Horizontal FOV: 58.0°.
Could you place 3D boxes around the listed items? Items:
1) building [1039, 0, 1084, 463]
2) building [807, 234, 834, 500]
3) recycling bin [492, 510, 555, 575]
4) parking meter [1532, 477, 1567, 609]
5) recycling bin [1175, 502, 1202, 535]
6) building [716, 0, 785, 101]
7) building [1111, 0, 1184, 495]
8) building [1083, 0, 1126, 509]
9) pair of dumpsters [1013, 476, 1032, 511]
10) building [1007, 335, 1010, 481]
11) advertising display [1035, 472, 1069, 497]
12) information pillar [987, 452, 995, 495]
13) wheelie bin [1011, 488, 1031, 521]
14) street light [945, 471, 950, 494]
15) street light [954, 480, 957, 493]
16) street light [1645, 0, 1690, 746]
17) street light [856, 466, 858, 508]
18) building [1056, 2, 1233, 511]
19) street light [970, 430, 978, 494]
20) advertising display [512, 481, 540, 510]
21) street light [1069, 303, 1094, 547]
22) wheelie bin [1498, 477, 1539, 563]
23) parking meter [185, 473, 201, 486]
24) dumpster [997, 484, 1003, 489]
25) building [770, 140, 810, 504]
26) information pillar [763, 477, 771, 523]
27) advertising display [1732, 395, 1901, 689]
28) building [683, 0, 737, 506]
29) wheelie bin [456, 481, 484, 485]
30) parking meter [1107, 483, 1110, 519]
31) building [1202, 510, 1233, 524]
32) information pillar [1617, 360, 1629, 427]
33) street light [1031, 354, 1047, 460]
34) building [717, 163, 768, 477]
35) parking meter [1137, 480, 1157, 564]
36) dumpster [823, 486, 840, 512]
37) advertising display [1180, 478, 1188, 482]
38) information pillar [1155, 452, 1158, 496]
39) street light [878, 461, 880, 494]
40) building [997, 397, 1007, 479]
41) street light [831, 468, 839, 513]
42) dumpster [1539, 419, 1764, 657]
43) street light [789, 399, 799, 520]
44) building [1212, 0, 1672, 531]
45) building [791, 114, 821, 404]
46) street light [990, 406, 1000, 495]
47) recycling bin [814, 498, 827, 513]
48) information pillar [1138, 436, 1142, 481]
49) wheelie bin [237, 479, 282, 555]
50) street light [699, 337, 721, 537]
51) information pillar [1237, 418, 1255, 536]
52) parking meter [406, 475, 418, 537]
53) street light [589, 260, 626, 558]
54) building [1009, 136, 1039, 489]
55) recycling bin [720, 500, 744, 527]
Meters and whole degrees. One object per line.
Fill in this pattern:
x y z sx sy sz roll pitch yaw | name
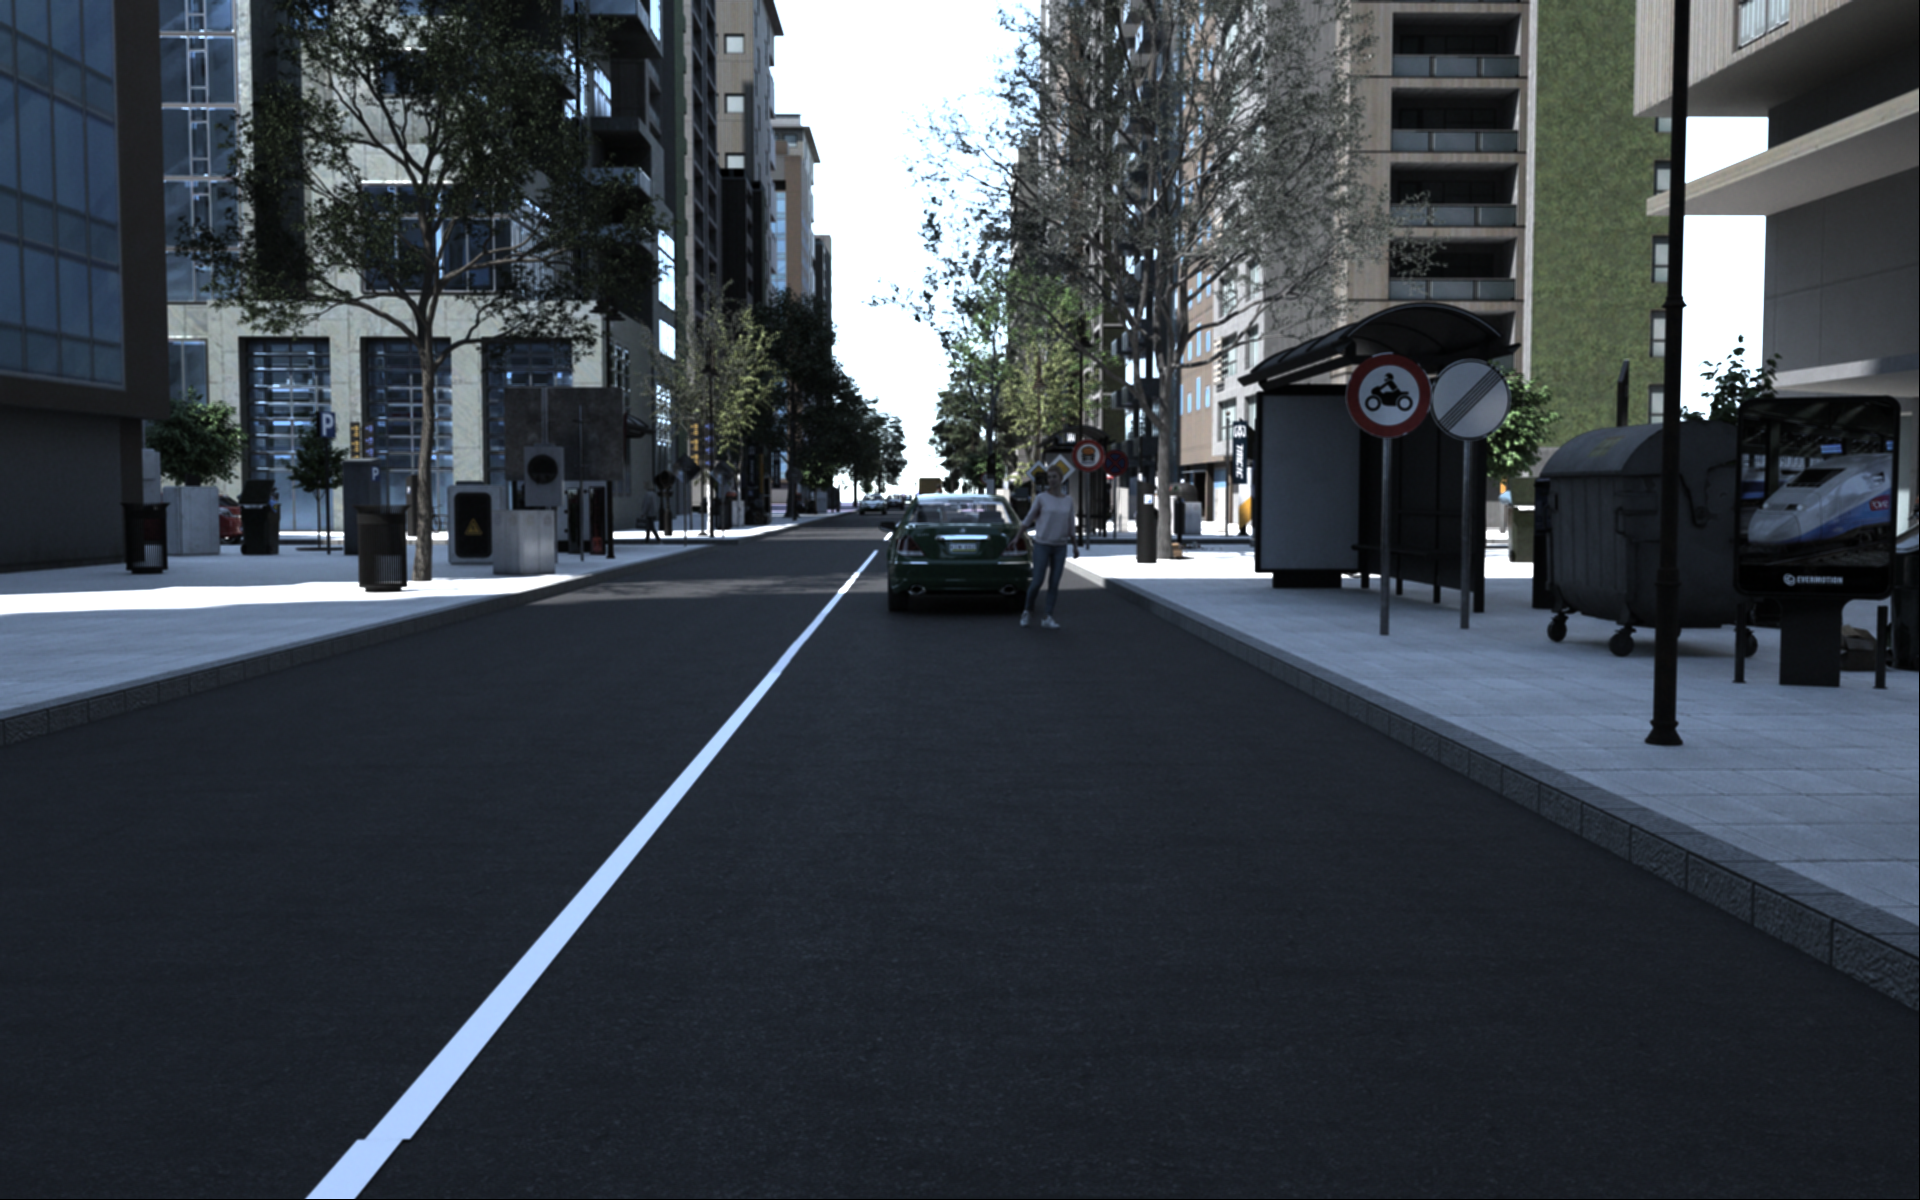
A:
18.636 -38.972 179.192 21.231 58.520 28.212 0 4 -1 | building
-26.808 -35.552 264.875 14.154 41.232 14.086 0 4 -1 | building
-6.986 -0.928 27.735 0.722 1.027 0.722 3 4 36 | recycling bin
6.631 -0.674 19.429 0.372 1.533 0.369 0 3 0 | parking meter
7.190 -2.569 54.550 0.722 1.027 0.722 0 4 -3 | recycling bin
-32.689 -35.705 173.009 28.713 52.752 27.495 0 4 -1 | building
21.641 -30.008 110.236 23.786 49.044 30.456 0 4 -1 | building
18.936 -42.885 139.425 20.563 71.187 20.611 0 4 -1 | building
3.848 -5.717 95.959 1.574 2.255 4.437 0 4 -1 | pair of dumpsters
13.680 -29.214 249.350 14.160 30.474 14.107 0 4 -1 | building
2.667 -2.763 50.386 0.974 1.923 0.123 0 4 -2 | advertising display
1.705 -6.309 94.499 0.504 3.616 0.183 0 4 -4 | information pillar
2.986 -4.656 84.031 0.980 1.594 0.693 0 4 7 | wheelie bin
-2.241 -19.057 284.373 0.468 5.910 1.993 0 4 -1 | street light
-0.707 -14.893 216.280 0.468 5.910 1.993 0 4 -1 | street light
3.621 -2.198 8.731 0.468 5.910 1.993 0 4 -1 | street light
-9.605 -11.513 161.026 0.468 5.910 1.993 0 4 -1 | street light
16.236 -31.073 158.159 14.600 45.320 14.200 0 4 -1 | building
1.121 -9.330 125.333 0.468 5.910 1.993 0 4 -1 | street light
-10.470 -2.241 41.858 0.123 1.923 0.974 1 4 23 | advertising display
2.942 -4.242 42.138 0.468 5.910 1.993 0 4 -1 | street light
10.590 -1.503 32.480 0.980 1.594 0.693 0 4 7 | wheelie bin
-21.833 -2.670 49.359 0.255 1.863 0.399 3 5 44 | parking meter
2.872 -7.411 123.671 1.502 2.255 1.985 0 4 -1 | dumpster
-26.806 -35.050 223.182 14.600 45.320 14.200 0 4 -1 | building
-8.504 -4.403 76.474 0.304 2.012 0.304 0 4 5 | information pillar
5.693 -0.388 11.554 0.974 1.923 0.123 2 4 25 | advertising display
-27.438 -42.560 134.102 20.563 71.187 20.611 0 4 -1 | building
-11.924 -2.089 42.060 0.980 1.594 0.693 -1 4 -15 | wheelie bin
7.582 -5.149 89.895 0.399 1.863 0.255 -2 4 -35 | parking meter
18.024 -26.293 79.997 14.600 45.320 14.200 0 4 -1 | building
11.496 -2.370 30.102 0.183 3.616 0.504 2 4 33 | information pillar
2.601 -5.166 57.259 0.468 5.910 1.993 0 4 -1 | street light
-24.681 -23.326 153.088 14.160 30.474 14.107 0 4 -1 | building
3.455 -1.443 32.009 0.372 1.533 0.369 0 3 0 | parking meter
-9.177 -7.175 123.077 1.264 1.857 1.865 0 4 -1 | dumpster
8.965 -3.928 69.443 0.123 1.923 0.974 0 4 -3 | advertising display
9.604 -5.599 82.900 0.504 3.616 0.183 1 4 18 | information pillar
-11.353 -16.588 244.005 0.468 5.910 1.993 0 4 -1 | street light
20.186 -26.087 271.559 27.650 21.520 28.899 0 4 -1 | building
-8.759 -8.932 118.821 0.468 5.910 1.993 0 4 -1 | street light
5.711 -0.523 14.308 1.264 1.857 1.865 0 4 -1 | dumpster
-8.059 -6.837 84.569 0.468 5.910 1.993 0 4 -1 | street light
17.616 -23.334 65.100 14.086 41.232 14.154 0 4 -1 | building
-34.448 -40.023 243.609 28.713 52.752 27.495 0 4 -1 | building
1.856 -7.245 91.242 0.468 5.910 1.993 0 4 -1 | street light
-9.356 -6.341 116.221 0.722 1.027 0.722 -1 4 -16 | recycling bin
7.239 -4.789 69.656 0.183 3.616 0.504 0 4 -4 | information pillar
-14.870 -1.766 36.774 0.980 1.594 0.693 0 4 6 | wheelie bin
-7.351 -4.794 51.163 0.468 5.910 1.993 0 4 -1 | street light
8.819 -3.791 53.344 0.504 3.616 0.183 0 4 -3 | information pillar
-16.457 -2.836 52.085 0.255 1.863 0.399 -3 5 -45 | parking meter
-6.983 -3.771 34.449 0.468 5.910 1.993 0 4 -1 | street light
17.766 -37.094 230.191 21.300 48.544 21.600 0 4 -1 | building
-8.964 -3.395 68.062 0.722 1.027 0.722 2 4 35 | recycling bin
